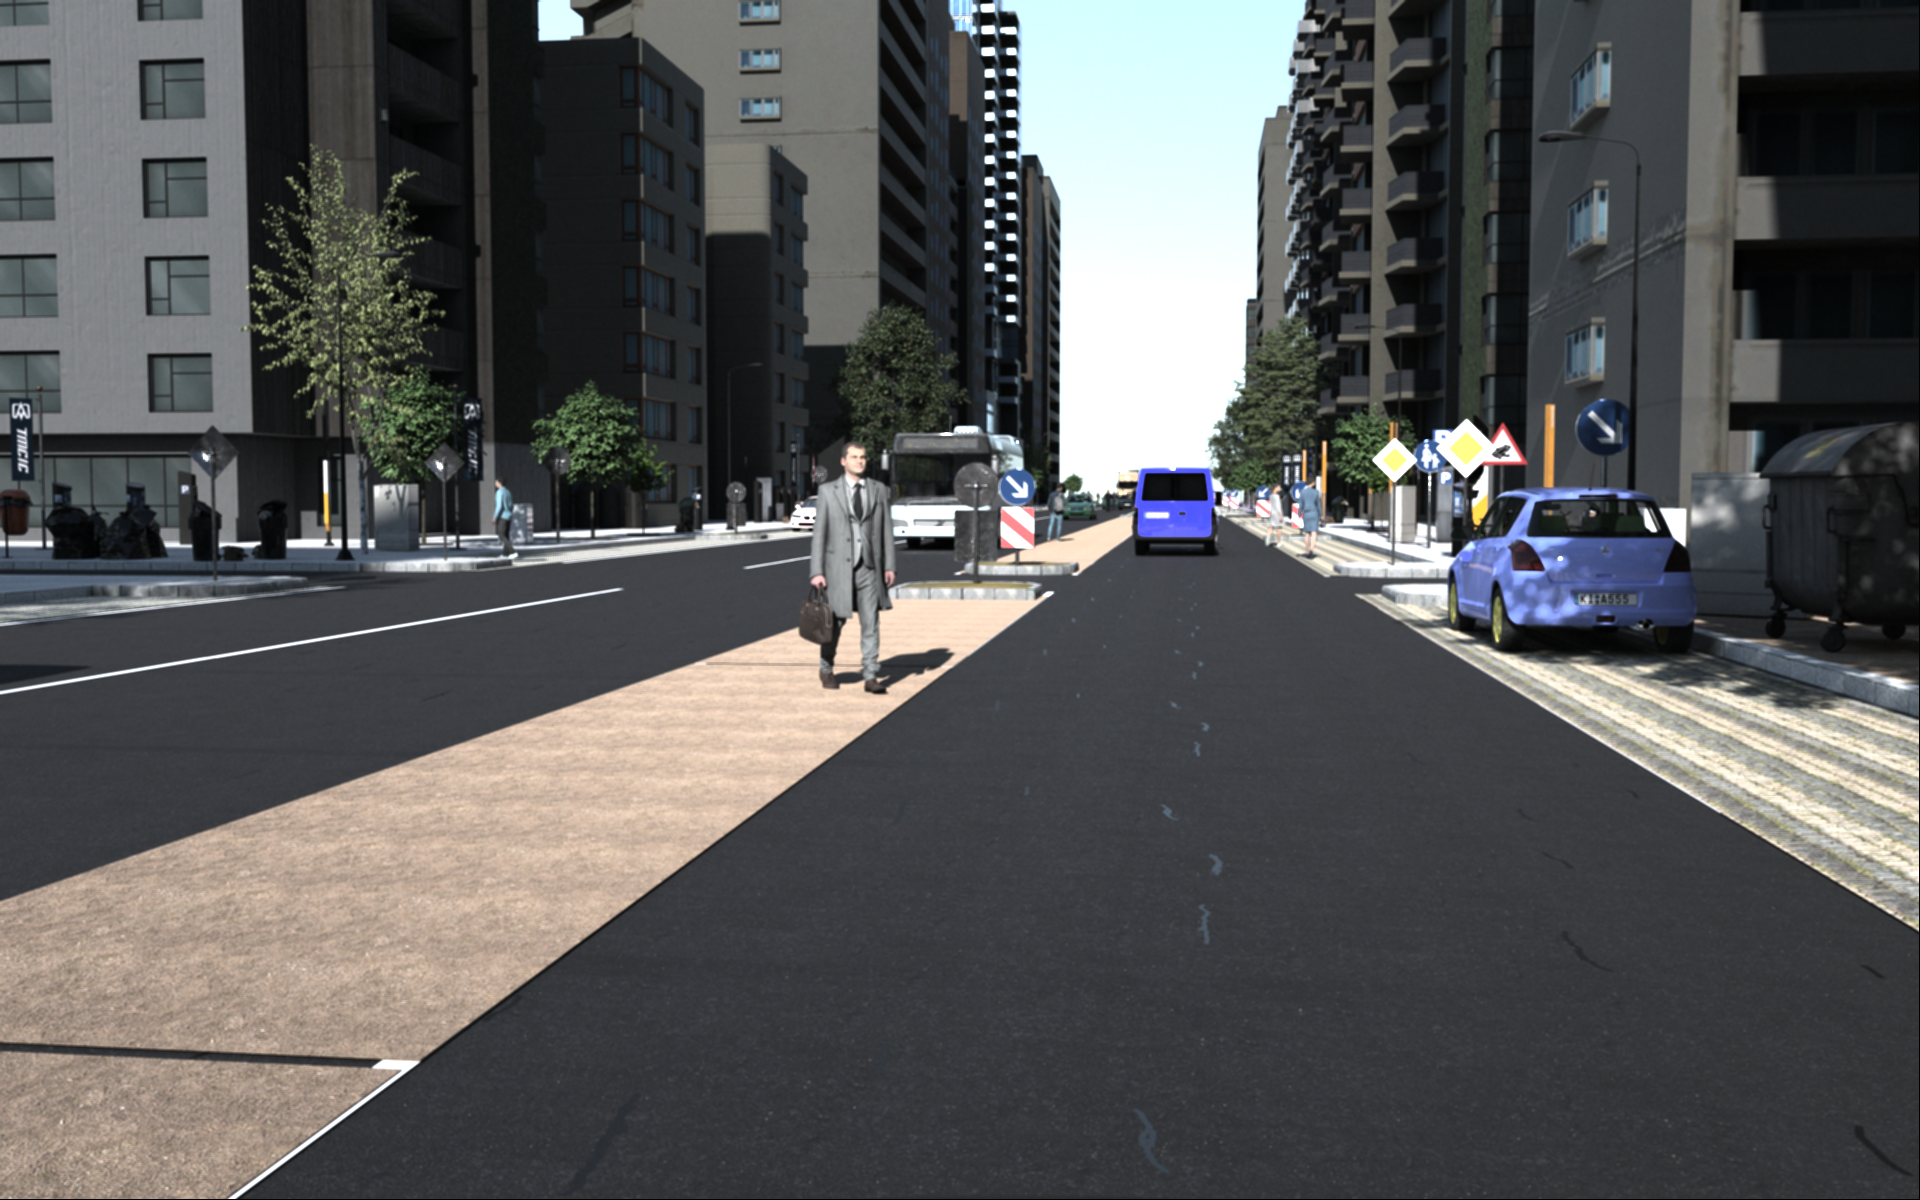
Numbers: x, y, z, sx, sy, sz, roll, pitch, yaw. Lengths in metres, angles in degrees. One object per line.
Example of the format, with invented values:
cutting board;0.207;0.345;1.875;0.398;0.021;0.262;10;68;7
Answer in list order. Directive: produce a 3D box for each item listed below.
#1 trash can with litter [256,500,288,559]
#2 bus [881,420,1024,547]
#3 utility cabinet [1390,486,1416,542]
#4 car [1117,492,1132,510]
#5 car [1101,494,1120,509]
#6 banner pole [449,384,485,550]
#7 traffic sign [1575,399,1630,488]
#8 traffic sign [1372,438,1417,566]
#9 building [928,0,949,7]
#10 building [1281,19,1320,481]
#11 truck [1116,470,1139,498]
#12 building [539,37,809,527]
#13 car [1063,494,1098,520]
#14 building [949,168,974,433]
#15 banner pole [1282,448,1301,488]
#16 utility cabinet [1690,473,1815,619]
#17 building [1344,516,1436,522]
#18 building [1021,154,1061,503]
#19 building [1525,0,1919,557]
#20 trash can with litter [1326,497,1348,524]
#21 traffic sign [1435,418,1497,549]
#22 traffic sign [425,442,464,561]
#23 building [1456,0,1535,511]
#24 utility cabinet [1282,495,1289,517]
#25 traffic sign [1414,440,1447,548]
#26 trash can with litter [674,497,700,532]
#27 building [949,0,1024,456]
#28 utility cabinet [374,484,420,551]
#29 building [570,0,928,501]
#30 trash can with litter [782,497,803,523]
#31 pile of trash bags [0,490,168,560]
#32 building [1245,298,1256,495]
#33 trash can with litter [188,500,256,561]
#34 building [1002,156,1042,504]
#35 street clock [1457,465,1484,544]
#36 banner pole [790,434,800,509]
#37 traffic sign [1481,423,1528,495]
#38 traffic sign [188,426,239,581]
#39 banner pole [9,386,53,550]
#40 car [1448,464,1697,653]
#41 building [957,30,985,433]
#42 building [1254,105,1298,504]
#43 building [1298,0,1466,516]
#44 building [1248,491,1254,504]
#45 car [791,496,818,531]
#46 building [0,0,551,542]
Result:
trash can with litter;-13.713;-1.396;34.218;1.055;1.170;0.624;3;5;45
bus;0.096;-3.324;49.204;2.948;3.499;13.247;0;4;6
utility cabinet;11.719;-2.272;45.822;0.318;1.500;1.173;2;4;32
car;15.225;-8.969;156.431;2.009;1.686;4.222;1;4;9
car;14.613;-9.464;166.539;2.131;1.459;4.920;0;4;6
banner pole;-11.314;-3.039;39.698;0.863;3.779;0.401;-3;4;-36
traffic sign;8.688;-1.423;23.375;0.768;2.556;0.104;1;4;14
traffic sign;7.770;-1.674;31.019;0.795;2.450;0.064;0;4;7
building;-8.651;-29.794;137.246;14.600;45.320;14.200;0;4;7
building;41.824;-33.059;160.116;23.786;49.044;30.456;0;4;7
truck;19.560;-12.966;200.903;2.839;4.237;11.283;0;4;6
building;-23.857;-14.490;81.950;27.650;21.520;28.899;0;4;7
car;6.682;-5.224;97.209;2.131;1.459;4.920;0;4;7
building;-6.612;-23.300;152.660;14.160;30.474;14.107;0;4;7
banner pole;17.935;-6.377;94.283;0.863;3.779;0.401;0;4;-6
utility cabinet;8.254;-0.572;18.026;1.173;1.500;0.318;3;5;43
building;30.213;-26.554;88.775;22.147;44.769;28.867;0;4;7
building;3.149;-38.377;251.165;21.300;48.544;21.600;0;4;7
building;25.314;-25.482;40.340;21.600;48.544;21.300;0;4;7
trash can with litter;16.354;-3.915;75.404;1.055;1.170;0.624;-3;4;-38
traffic sign;6.734;-1.190;23.101;0.795;2.450;0.064;0;4;7
traffic sign;-9.921;-1.817;33.346;0.795;2.450;0.064;0;4;7
building;24.311;-17.601;59.473;14.160;30.474;14.107;0;4;7
utility cabinet;18.676;-5.356;98.726;0.306;1.237;1.020;-1;4;-8
traffic sign;11.062;-2.489;40.794;0.768;2.556;0.104;1;4;9
trash can with litter;-9.215;-2.869;58.298;0.624;1.170;1.055;1;4;11
building;-2.894;-54.835;209.224;22.319;86.520;31.000;0;4;7
utility cabinet;-12.705;-1.856;39.022;1.173;1.500;0.318;2;4;33
building;-14.306;-30.346;119.866;21.300;48.544;21.600;0;4;7
trash can with litter;-7.416;-3.988;76.583;1.055;1.170;0.624;0;4;-6
pile of trash bags;-17.722;-1.531;34.784;3.447;1.369;1.912;1;4;9
building;48.845;-29.505;254.113;14.160;30.474;14.107;0;4;7
trash can with litter;-14.215;-1.335;33.221;1.055;1.170;0.624;0;4;-3
building;3.537;-35.614;232.392;14.600;45.320;14.200;0;4;7
street clock;9.663;-1.728;32.825;0.471;2.002;0.358;1;4;10
banner pole;-6.843;-5.023;72.149;0.401;3.779;0.863;2;4;25
traffic sign;9.907;-1.938;31.689;0.884;2.594;0.081;1;4;15
traffic sign;-10.957;-1.332;25.429;0.795;2.450;0.064;0;4;7
banner pole;-21.421;-3.053;39.927;0.863;3.779;0.401;-3;4;-39
car;5.843;-0.446;16.890;1.945;1.707;3.694;0;4;6
building;-5.247;-31.580;166.447;14.600;45.320;14.200;0;4;7
building;47.393;-35.959;211.625;21.300;48.544;21.600;0;4;7
building;37.360;-29.134;130.971;22.147;44.769;28.867;0;4;7
building;55.582;-33.143;233.761;32.217;40.220;23.993;0;4;7
car;-5.270;-3.364;67.361;2.083;1.381;4.827;0;4;8
building;-21.650;-17.125;51.691;14.160;30.474;14.107;0;4;7
